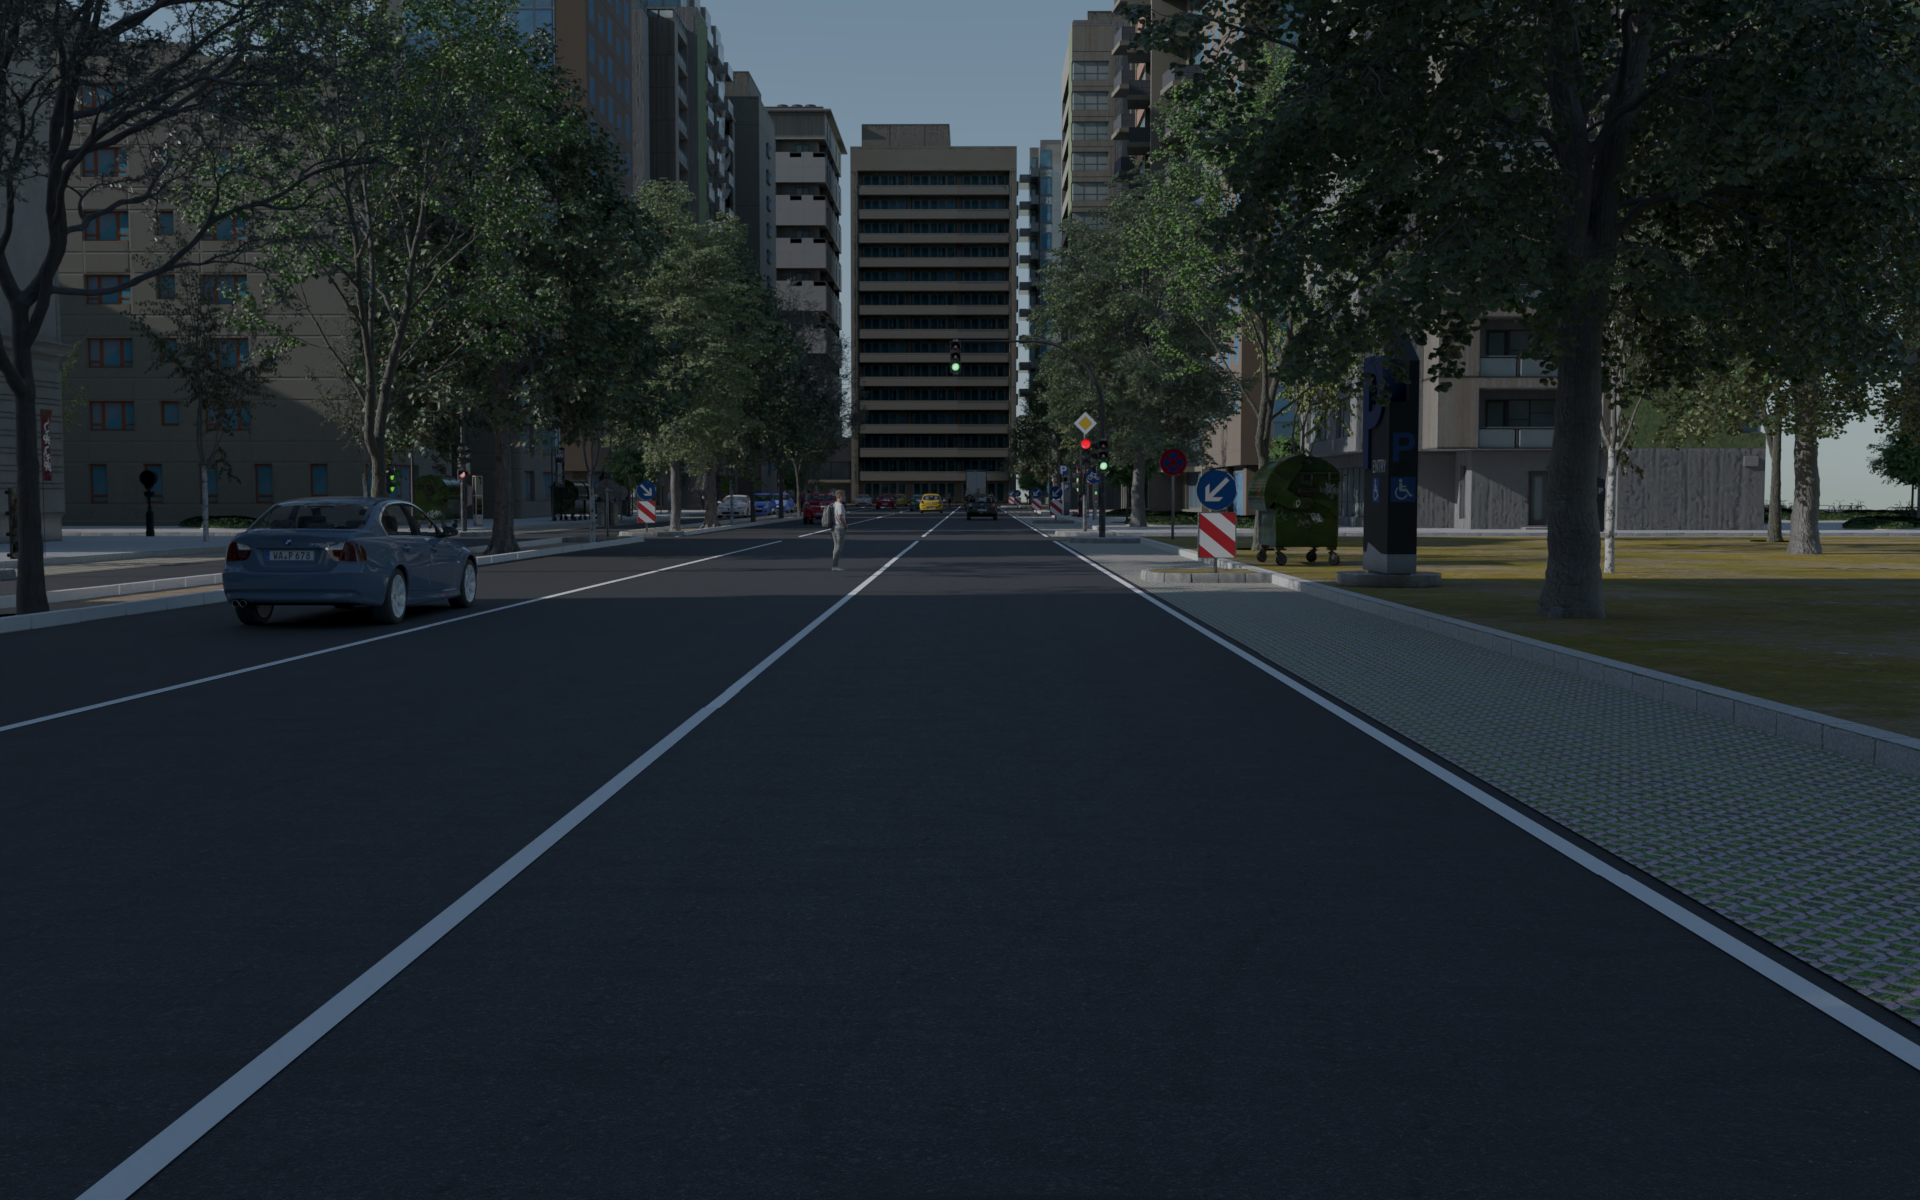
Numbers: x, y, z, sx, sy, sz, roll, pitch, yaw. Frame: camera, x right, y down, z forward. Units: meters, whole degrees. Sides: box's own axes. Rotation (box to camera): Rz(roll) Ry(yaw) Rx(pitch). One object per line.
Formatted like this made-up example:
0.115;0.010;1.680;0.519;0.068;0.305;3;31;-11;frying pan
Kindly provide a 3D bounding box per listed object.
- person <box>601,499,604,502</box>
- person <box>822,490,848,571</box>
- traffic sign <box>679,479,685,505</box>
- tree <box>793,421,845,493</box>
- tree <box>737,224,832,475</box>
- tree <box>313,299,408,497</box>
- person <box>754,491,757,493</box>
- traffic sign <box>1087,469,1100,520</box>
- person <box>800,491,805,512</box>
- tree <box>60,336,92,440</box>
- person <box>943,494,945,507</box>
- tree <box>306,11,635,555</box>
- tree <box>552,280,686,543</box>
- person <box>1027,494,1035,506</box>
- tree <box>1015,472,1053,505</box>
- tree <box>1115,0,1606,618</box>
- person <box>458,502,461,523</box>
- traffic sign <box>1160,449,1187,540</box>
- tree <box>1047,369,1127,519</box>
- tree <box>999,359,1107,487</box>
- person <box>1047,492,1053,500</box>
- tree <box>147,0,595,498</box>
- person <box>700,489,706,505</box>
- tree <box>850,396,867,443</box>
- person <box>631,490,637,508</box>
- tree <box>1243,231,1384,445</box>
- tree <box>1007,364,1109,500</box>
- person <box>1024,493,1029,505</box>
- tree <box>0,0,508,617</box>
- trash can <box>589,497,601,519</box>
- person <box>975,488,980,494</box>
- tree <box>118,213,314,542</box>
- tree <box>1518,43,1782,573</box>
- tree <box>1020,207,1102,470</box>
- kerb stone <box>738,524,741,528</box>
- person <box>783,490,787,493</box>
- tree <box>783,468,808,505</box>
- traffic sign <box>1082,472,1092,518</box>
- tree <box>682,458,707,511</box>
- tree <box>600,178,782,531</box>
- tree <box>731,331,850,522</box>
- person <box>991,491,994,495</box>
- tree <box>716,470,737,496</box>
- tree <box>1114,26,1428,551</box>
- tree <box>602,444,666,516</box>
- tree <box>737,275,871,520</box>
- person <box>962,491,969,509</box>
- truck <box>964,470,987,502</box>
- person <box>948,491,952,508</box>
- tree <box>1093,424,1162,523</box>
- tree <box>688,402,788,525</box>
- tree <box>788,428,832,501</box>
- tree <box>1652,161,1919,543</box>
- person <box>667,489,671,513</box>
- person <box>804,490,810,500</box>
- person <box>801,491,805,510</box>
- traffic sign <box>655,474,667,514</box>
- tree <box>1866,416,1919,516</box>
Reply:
-19.053;-5.286;92.685;0.699;1.804;1.509;1;4;19;person
-2.286;-1.297;32.307;0.503;1.515;0.523;2;4;31;person
-19.043;-7.096;118.145;0.606;2.300;0.079;0;4;4;traffic sign
-9.946;-10.185;119.339;4.360;8.622;3.978;0;3;0;tree
-10.228;-9.269;71.015;9.611;12.733;9.660;0;3;0;tree
-22.386;-7.009;64.960;4.360;8.622;3.978;0;3;0;tree
-20.223;-10.045;170.719;0.683;1.767;0.568;0;4;5;person
6.530;-5.170;84.633;0.768;2.556;0.104;0;4;1;traffic sign
-12.618;-7.886;138.114;0.721;1.739;1.217;2;4;26;person
-33.957;-6.874;62.760;4.737;8.622;4.395;0;3;0;tree
-1.730;-11.265;195.902;0.599;1.433;0.991;0;4;0;person
-10.847;-7.429;40.931;9.611;12.733;9.660;0;3;0;tree
-10.427;-5.875;48.874;4.737;8.622;4.395;0;3;0;tree
8.143;-11.394;192.351;1.348;1.821;0.705;2;4;27;person
7.790;-13.020;196.597;4.285;4.588;4.351;0;3;0;tree
6.536;-6.798;17.800;9.857;13.997;8.962;0;3;0;tree
-22.090;-4.295;76.538;0.793;1.790;0.793;-3;4;-37;person
5.977;-2.967;48.613;0.768;2.556;0.104;0;4;3;traffic sign
6.689;-8.444;88.415;4.737;8.622;4.395;0;3;0;tree
7.981;-13.713;141.210;9.611;12.733;9.660;0;3;0;tree
8.672;-9.730;165.931;0.742;1.727;0.445;-3;4;-36;person
-10.508;-6.293;31.109;9.928;11.665;9.643;0;3;0;tree
-20.770;-8.136;139.792;0.721;1.736;1.217;1;4;8;person
-9.863;-10.395;106.829;8.767;10.594;7.601;0;4;1;tree
-24.188;-7.480;128.437;0.850;1.850;0.679;-1;4;-10;person
9.635;-5.950;47.640;4.737;8.622;4.395;0;3;0;tree
6.704;-11.273;118.732;7.601;10.594;8.767;0;4;-2;tree
7.927;-12.062;206.482;0.421;1.427;0.697;3;5;44;person
-10.665;-6.520;19.423;12.009;13.543;11.850;0;3;0;tree
-18.791;-4.741;89.171;0.748;1.137;0.748;0;3;0;trash can
1.186;-6.901;121.236;0.836;1.842;0.656;-1;4;-13;person
-19.999;-5.867;46.287;4.360;8.622;3.978;0;3;0;tree
10.832;-4.746;27.963;4.360;8.622;3.978;0;3;0;tree
7.051;-9.849;67.687;9.857;13.997;8.962;0;3;0;tree
-9.417;-3.091;72.760;0.120;0.150;1.000;0;4;1;kerb stone
-18.562;-10.865;184.140;0.683;1.767;0.568;1;4;23;person
-18.958;-13.161;198.888;4.285;4.588;4.351;0;3;0;tree
6.838;-5.643;92.371;0.768;2.556;0.104;1;4;10;traffic sign
-19.567;-11.004;130.279;4.360;8.622;3.978;0;3;0;tree
-10.349;-8.673;62.388;7.486;12.596;7.792;0;3;0;tree
-10.257;-9.133;86.195;8.767;10.594;7.601;0;4;1;tree
3.248;-10.477;180.588;0.721;1.735;1.217;1;4;11;person
-18.532;-8.797;138.434;1.663;3.219;1.824;0;3;0;tree
6.941;-6.926;39.004;9.928;11.665;9.643;0;3;0;tree
-19.464;-7.253;102.303;4.285;4.588;4.351;0;3;0;tree
-10.012;-11.242;96.627;12.009;13.543;11.850;0;3;0;tree
0.518;-9.489;164.369;0.721;1.736;1.217;-2;4;-27;person
1.884;-13.240;205.389;2.839;4.237;11.283;0;4;0;truck
-1.006;-10.528;181.425;0.721;1.735;1.217;1;4;15;person
7.406;-5.742;77.589;4.285;4.588;4.351;0;3;0;tree
-10.530;-7.764;79.757;4.737;8.622;4.395;0;3;0;tree
-10.032;-9.806;113.147;4.737;8.622;4.395;0;3;0;tree
21.633;-7.357;46.044;9.928;11.665;9.643;0;3;0;tree
-20.226;-6.892;120.532;0.330;1.601;0.589;1;4;18;person
-12.678;-8.258;144.227;0.721;1.736;1.217;1;4;19;person
-13.462;-8.470;147.534;0.990;1.755;0.434;3;4;38;person
-18.933;-6.695;109.562;0.768;2.556;0.104;0;4;1;traffic sign
38.691;-5.287;70.160;4.285;4.588;4.351;0;3;0;tree
